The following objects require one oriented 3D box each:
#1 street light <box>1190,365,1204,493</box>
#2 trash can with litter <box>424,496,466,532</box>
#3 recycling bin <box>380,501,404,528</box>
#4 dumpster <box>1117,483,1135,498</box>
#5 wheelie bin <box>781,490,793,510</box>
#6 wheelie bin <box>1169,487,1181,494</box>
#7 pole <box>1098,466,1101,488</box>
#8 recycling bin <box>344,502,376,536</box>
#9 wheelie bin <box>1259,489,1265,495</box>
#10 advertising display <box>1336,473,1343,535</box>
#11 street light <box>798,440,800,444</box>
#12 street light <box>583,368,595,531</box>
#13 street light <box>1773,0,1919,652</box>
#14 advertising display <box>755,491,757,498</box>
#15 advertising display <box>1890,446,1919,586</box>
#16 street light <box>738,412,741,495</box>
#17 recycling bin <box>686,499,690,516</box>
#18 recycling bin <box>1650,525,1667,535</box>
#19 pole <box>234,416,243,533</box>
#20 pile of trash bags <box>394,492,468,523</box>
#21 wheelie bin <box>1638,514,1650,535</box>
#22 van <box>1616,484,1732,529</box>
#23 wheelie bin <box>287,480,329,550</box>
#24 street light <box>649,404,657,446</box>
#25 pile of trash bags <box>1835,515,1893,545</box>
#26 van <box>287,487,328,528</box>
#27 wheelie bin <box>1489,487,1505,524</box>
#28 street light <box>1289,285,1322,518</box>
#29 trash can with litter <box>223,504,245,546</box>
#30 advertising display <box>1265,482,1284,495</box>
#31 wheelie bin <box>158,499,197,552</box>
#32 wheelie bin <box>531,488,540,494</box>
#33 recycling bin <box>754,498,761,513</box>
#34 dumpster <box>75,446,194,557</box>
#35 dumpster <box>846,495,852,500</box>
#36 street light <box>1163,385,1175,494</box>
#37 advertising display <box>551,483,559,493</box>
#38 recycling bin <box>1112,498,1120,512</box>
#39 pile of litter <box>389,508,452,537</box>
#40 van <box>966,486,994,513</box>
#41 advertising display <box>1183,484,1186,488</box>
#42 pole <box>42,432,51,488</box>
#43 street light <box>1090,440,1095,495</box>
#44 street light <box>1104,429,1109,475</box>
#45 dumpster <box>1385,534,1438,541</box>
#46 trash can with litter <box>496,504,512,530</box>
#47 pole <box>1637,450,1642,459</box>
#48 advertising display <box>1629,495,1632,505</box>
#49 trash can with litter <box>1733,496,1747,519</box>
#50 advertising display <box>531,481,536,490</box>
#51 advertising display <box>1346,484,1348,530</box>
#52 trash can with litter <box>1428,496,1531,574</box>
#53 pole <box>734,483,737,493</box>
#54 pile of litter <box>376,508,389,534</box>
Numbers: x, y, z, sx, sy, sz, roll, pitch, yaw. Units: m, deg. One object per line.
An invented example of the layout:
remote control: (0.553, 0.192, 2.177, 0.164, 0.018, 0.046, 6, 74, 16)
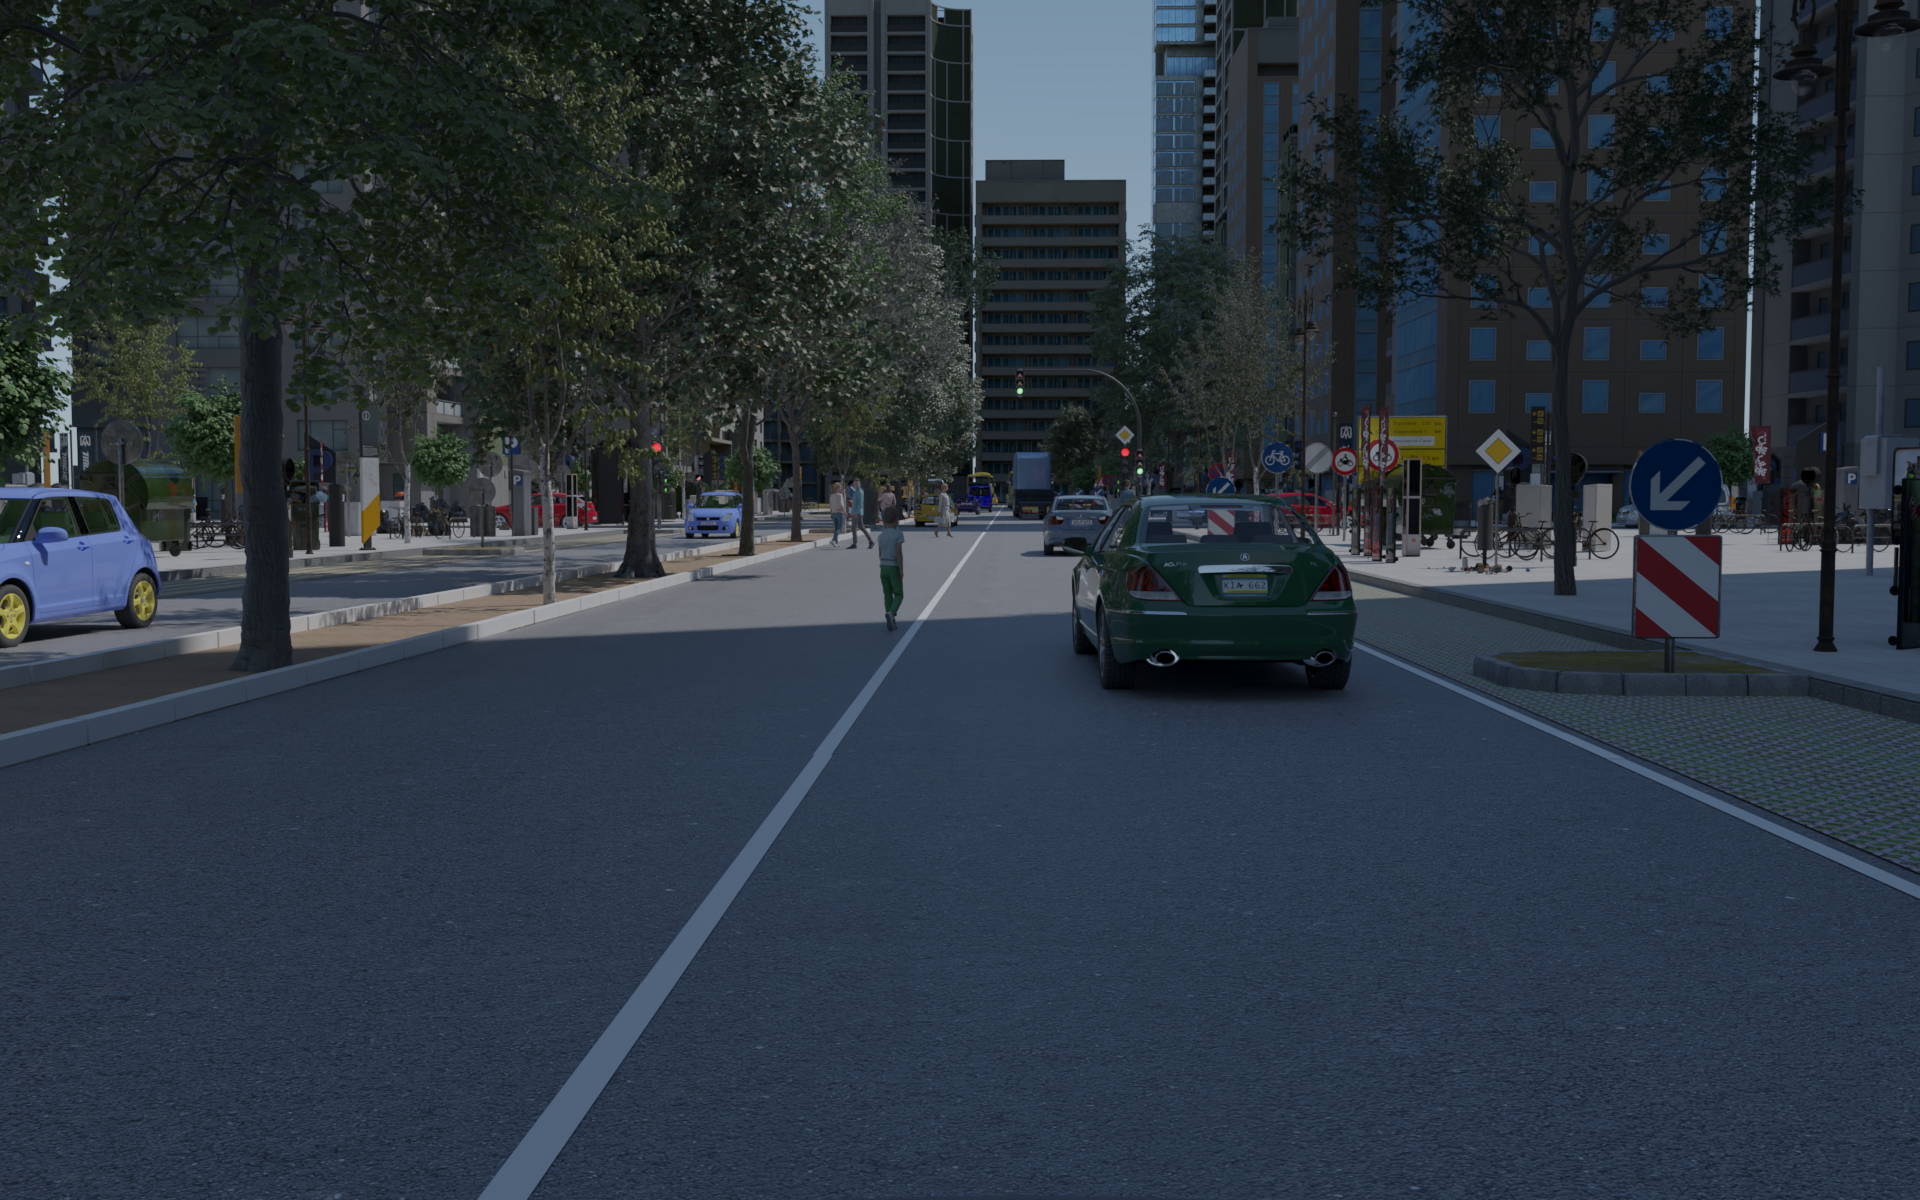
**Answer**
street light: (8.568, -5.480, 62.381, 0.468, 5.910, 1.993, 0, 4, 2)
trash can with litter: (-18.215, -2.980, 59.786, 1.678, 1.210, 2.233, -3, 5, -42)
recycling bin: (-20.793, -3.116, 63.505, 0.722, 1.027, 0.722, 0, 4, -4)
dumpster: (12.023, -7.427, 123.926, 1.502, 2.255, 1.985, 0, 4, 2)
wheelie bin: (-13.653, -7.875, 136.666, 0.980, 1.594, 0.693, -1, 4, -19)
wheelie bin: (9.936, -4.414, 80.084, 0.980, 1.594, 0.693, 0, 4, -6)
pole: (10.089, -8.047, 125.405, 0.158, 3.312, 0.155, 0, 3, 0)
recycling bin: (-18.492, -2.493, 53.318, 0.722, 1.027, 0.722, 2, 4, 32)
wheelie bin: (20.393, -6.555, 115.081, 0.693, 1.594, 0.980, -3, 4, -37)
advertising display: (11.853, -3.000, 54.261, 0.123, 1.923, 0.974, 1, 4, 11)
street light: (-11.355, -9.012, 120.130, 0.468, 5.910, 1.993, 0, 4, 2)
street light: (-13.158, -5.382, 60.790, 0.468, 5.910, 1.993, 0, 4, 2)
street light: (7.065, -2.518, 13.959, 0.468, 5.910, 1.993, 0, 4, 2)
advertising display: (-17.115, -8.681, 147.152, 0.123, 1.923, 0.974, -3, 4, -36)
advertising display: (12.982, -1.121, 23.541, 0.123, 1.923, 0.974, 0, 4, -1)
street light: (-12.170, -7.537, 96.025, 0.468, 5.910, 1.993, 0, 4, 2)
recycling bin: (-17.575, -6.189, 113.745, 0.722, 1.027, 0.722, -1, 4, -11)
recycling bin: (20.499, -2.319, 50.462, 0.722, 1.027, 0.722, 1, 4, 22)
pole: (-18.893, -3.152, 45.381, 0.158, 3.312, 0.155, 0, 3, 0)
pile of trash bags: (-23.620, -4.099, 76.766, 1.912, 1.369, 3.447, 2, 4, 31)
wheelie bin: (20.775, -2.711, 52.239, 0.693, 1.594, 0.980, 2, 4, 30)
van: (27.690, -3.685, 67.254, 4.112, 2.044, 2.013, 0, 4, 2)
wheelie bin: (-14.960, -1.941, 39.637, 0.980, 1.594, 0.693, -1, 4, -23)
street light: (-12.802, -6.054, 71.765, 0.468, 5.910, 1.993, 0, 4, 2)
pile of trash bags: (24.258, -2.134, 44.644, 3.447, 1.369, 1.912, -1, 4, -15)
van: (-25.962, -3.734, 68.069, 4.112, 2.044, 2.013, 0, 4, 3)
wheelie bin: (22.868, -4.012, 73.497, 0.693, 1.594, 0.980, 2, 4, 32)
street light: (7.662, -4.023, 38.559, 0.468, 5.910, 1.993, 0, 4, 2)
trash can with litter: (-17.953, -1.963, 43.490, 0.624, 1.170, 1.055, 1, 4, 18)
advertising display: (16.447, -5.230, 90.732, 0.974, 1.923, 0.123, 1, 4, 12)
wheelie bin: (-17.688, -1.894, 38.872, 0.980, 1.594, 0.693, -3, 4, -38)
wheelie bin: (-20.884, -4.695, 84.676, 0.693, 1.594, 0.980, -2, 4, -27)
recycling bin: (-13.633, -6.256, 114.845, 0.722, 1.027, 0.722, 1, 4, 15)
dumpster: (-16.493, -1.965, 34.616, 1.502, 2.255, 1.985, 0, 4, 2)
dumpster: (-8.764, -7.800, 135.751, 1.865, 1.857, 1.264, 0, 4, 3)
street light: (8.833, -6.148, 73.308, 0.468, 5.910, 1.993, 0, 4, 2)
advertising display: (-22.780, -5.622, 97.126, 0.123, 1.923, 0.974, 1, 4, 17)
recycling bin: (10.058, -5.884, 108.764, 0.722, 1.027, 0.722, -3, 4, -36)
pile of litter: (-16.245, -2.375, 52.790, 1.176, 0.858, 1.719, 3, 5, 45)
van: (1.560, -8.018, 135.482, 2.240, 2.365, 5.245, 0, 4, 1)
advertising display: (18.025, -8.249, 140.076, 0.123, 1.923, 0.974, 3, 5, 42)
pole: (-29.934, -3.851, 56.803, 0.158, 3.312, 0.155, 0, 3, 0)
street light: (11.025, -10.520, 144.789, 0.468, 5.910, 1.993, 0, 4, 2)
street light: (10.294, -9.063, 120.962, 0.468, 5.910, 1.993, 0, 4, 2)
dumpster: (12.566, -2.813, 48.481, 1.502, 2.255, 1.985, 0, 4, 2)
trash can with litter: (-15.951, -3.080, 61.751, 1.055, 1.170, 0.624, -3, 5, -42)
pole: (31.660, -5.318, 80.798, 0.158, 3.312, 0.155, 0, 3, 0)
advertising display: (27.912, -4.019, 70.929, 0.974, 1.923, 0.123, 0, 4, 6)
trash can with litter: (40.155, -4.755, 89.138, 0.624, 1.170, 1.055, 2, 4, 29)
advertising display: (-22.141, -5.089, 88.411, 0.974, 1.923, 0.123, 0, 4, 2)
advertising display: (13.780, -3.477, 62.066, 0.123, 1.923, 0.974, 0, 4, 4)
trash can with litter: (8.568, -1.076, 28.654, 1.678, 1.210, 2.233, 1, 4, 18)
pole: (-14.936, -7.433, 115.378, 0.158, 3.312, 0.155, 0, 3, 0)
pile of litter: (-18.650, -2.582, 56.186, 1.719, 0.858, 1.176, 2, 4, 25)
